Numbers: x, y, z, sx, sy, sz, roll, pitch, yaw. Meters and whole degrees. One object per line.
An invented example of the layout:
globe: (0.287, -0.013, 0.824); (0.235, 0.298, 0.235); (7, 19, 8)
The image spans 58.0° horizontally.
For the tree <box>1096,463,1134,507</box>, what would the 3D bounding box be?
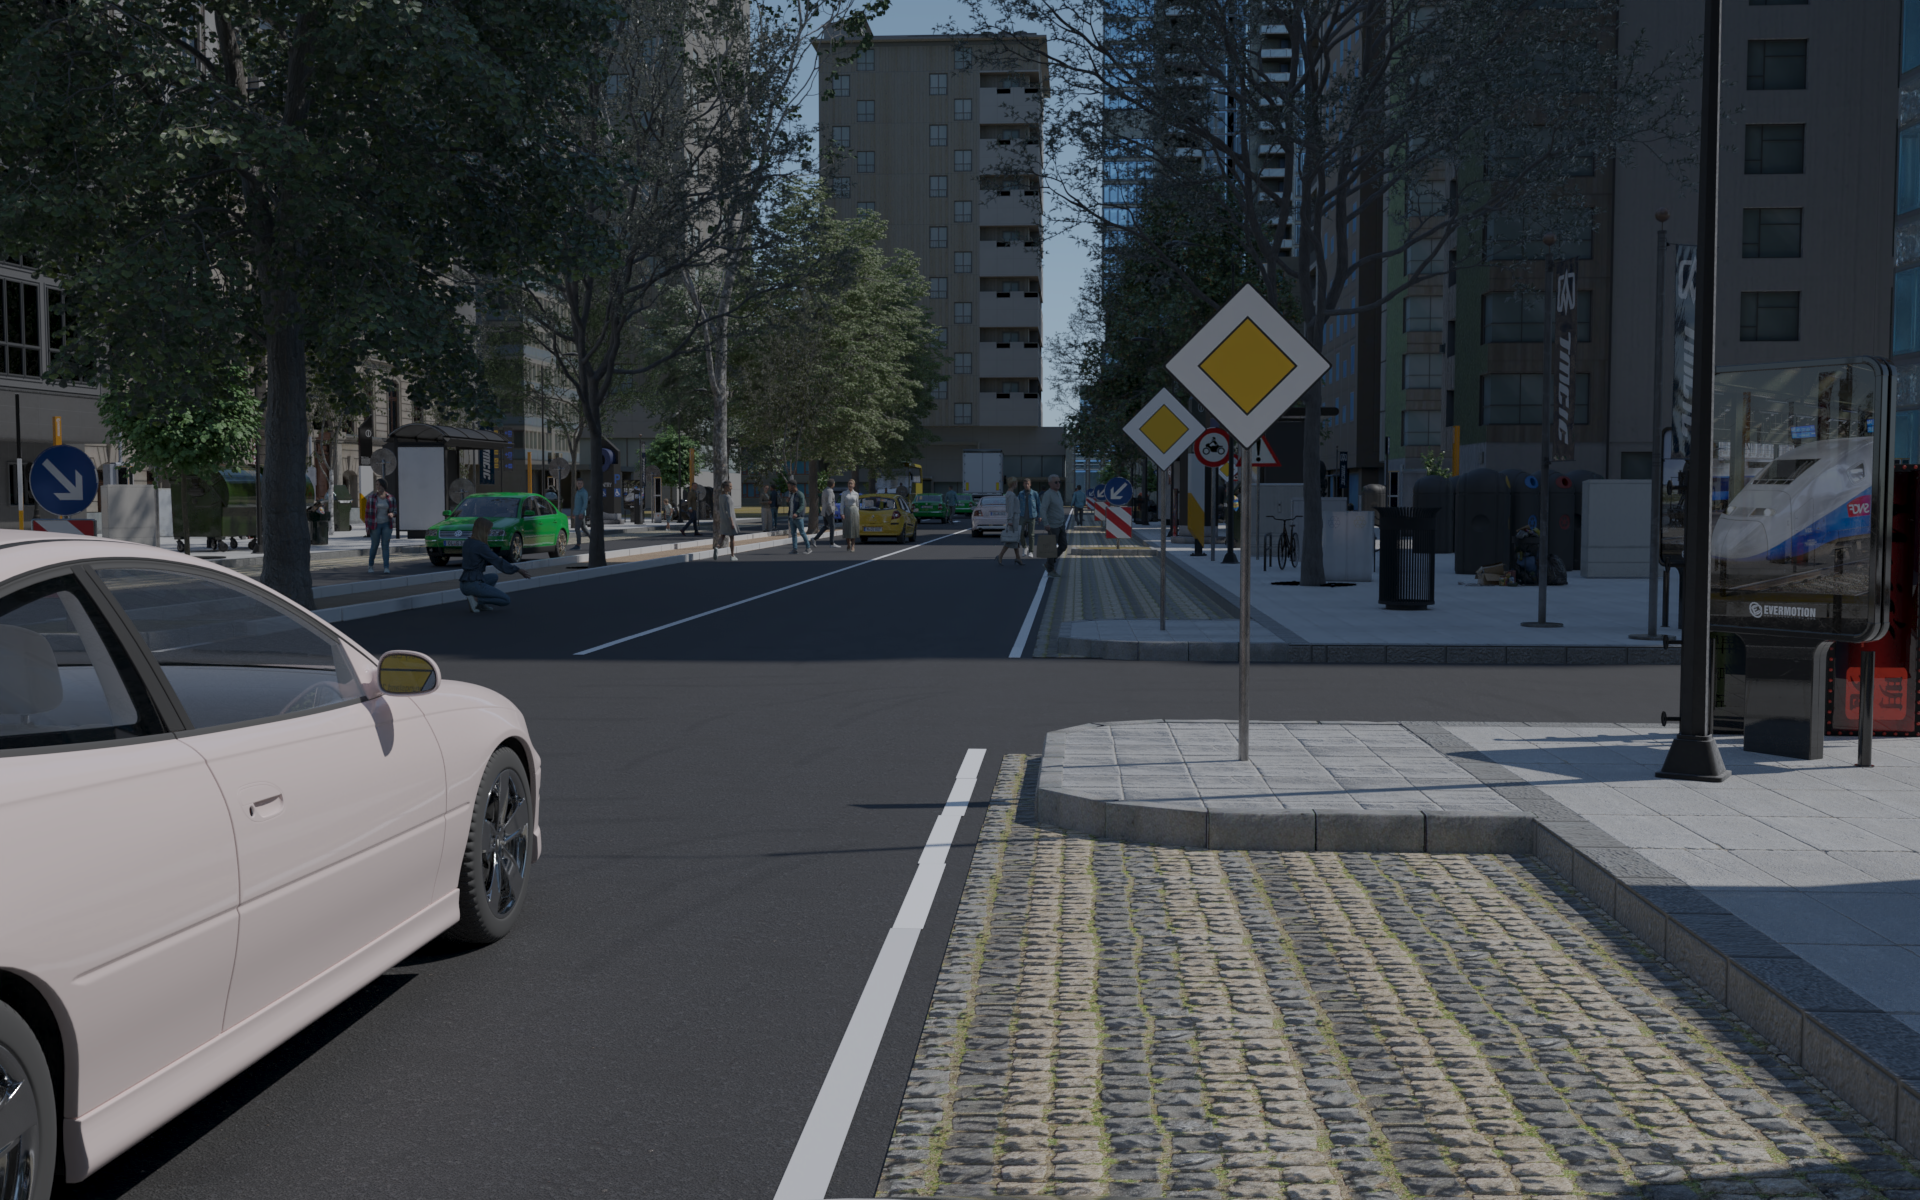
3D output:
tree: (13.763, -10.339, 152.764); (4.285, 4.588, 4.351); (0, 3, 0)

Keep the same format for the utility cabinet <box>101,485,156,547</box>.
utility cabinet: (-19.795, -1.991, 41.226); (0.318, 1.500, 1.173); (2, 4, 34)

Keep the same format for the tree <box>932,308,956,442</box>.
tree: (-4.390, -9.220, 71.332); (7.486, 12.596, 7.792); (0, 3, 0)

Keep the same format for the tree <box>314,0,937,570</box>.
tree: (-6.892, -7.318, 32.476); (12.009, 13.543, 11.850); (0, 3, 0)

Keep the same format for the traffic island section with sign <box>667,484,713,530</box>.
traffic island section with sign: (-10.548, -3.716, 69.389); (1.989, 1.847, 2.006); (0, 4, 4)

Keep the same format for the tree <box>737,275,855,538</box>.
tree: (-5.432, -6.287, 55.616); (4.360, 8.622, 3.978); (0, 3, 0)

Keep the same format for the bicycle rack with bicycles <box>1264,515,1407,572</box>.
bicycle rack with bicycles: (6.299, -0.991, 29.584); (2.852, 0.926, 2.925); (1, 4, 14)

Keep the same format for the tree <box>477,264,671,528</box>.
tree: (-14.543, -7.930, 64.061); (8.767, 10.594, 7.601); (1, 4, 18)

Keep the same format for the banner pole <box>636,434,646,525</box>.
banner pole: (-13.209, -5.019, 72.076); (0.401, 3.779, 0.863); (-2, 4, -30)

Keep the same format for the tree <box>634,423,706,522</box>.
tree: (-13.312, -5.909, 80.321); (4.285, 4.588, 4.351); (0, 3, 0)

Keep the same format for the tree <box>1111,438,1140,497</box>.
tree: (11.075, -9.843, 111.292); (4.360, 8.622, 3.978); (0, 3, 0)

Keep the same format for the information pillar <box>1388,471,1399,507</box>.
information pillar: (13.754, -3.089, 54.999); (0.304, 2.012, 0.304); (0, 4, 5)

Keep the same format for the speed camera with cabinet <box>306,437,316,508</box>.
speed camera with cabinet: (-22.856, -4.028, 60.198); (0.660, 3.252, 2.038); (-2, 4, -29)

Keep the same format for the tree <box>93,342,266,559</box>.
tree: (-15.390, -3.098, 34.372); (4.285, 4.588, 4.351); (0, 3, 0)

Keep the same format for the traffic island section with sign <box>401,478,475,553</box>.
traffic island section with sign: (-12.377, -2.071, 42.496); (1.989, 1.847, 2.006); (0, 4, 4)

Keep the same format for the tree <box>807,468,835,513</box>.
tree: (-9.969, -7.613, 119.068); (1.663, 3.219, 1.824); (0, 3, 0)

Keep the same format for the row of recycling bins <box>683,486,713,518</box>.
row of recycling bins: (-13.711, -5.159, 91.470); (1.069, 1.692, 3.534); (1, 4, 11)

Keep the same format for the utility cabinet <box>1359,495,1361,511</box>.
utility cabinet: (19.302, -4.333, 82.012); (1.020, 1.237, 0.306); (-3, 5, -41)

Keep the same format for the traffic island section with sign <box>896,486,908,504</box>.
traffic island section with sign: (-3.142, -5.107, 91.639); (2.006, 1.907, 1.989); (0, 4, 4)

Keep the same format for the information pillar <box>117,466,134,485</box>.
information pillar: (-21.809, -2.495, 45.289); (0.304, 2.012, 0.304); (0, 4, -2)

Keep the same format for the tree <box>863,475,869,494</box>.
tree: (-7.717, -9.656, 152.474); (1.663, 3.219, 1.824); (0, 3, 0)

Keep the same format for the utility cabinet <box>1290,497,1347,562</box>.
utility cabinet: (6.819, -1.332, 32.937); (1.020, 1.237, 0.306); (0, 4, 6)

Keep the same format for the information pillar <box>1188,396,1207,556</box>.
information pillar: (4.874, -2.709, 35.640); (0.183, 3.616, 0.504); (3, 5, 43)

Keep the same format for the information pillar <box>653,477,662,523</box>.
information pillar: (-13.334, -4.395, 76.343); (0.304, 2.012, 0.304); (-1, 4, -20)

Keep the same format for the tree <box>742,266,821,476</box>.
tree: (-12.371, -11.315, 91.655); (9.857, 13.997, 8.962); (0, 3, 0)

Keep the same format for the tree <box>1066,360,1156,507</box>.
tree: (9.912, -10.029, 98.394); (7.601, 10.594, 8.767); (2, 4, 23)

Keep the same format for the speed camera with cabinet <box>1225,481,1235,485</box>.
speed camera with cabinet: (14.882, -5.876, 90.408); (2.038, 3.252, 0.660); (1, 4, 17)

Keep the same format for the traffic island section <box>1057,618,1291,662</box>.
traffic island section: (1.930, 0.364, 16.322); (2.009, 0.180, 2.903); (0, 4, 4)

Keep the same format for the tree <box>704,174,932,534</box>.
tree: (-5.300, -8.628, 61.646); (7.486, 12.596, 7.792); (0, 3, 0)

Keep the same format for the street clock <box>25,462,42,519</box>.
street clock: (-20.726, -2.098, 38.870); (0.471, 2.002, 0.358); (2, 4, 32)

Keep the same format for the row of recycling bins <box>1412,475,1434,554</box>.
row of recycling bins: (11.350, -1.912, 38.367); (3.534, 1.692, 1.069); (-3, 4, -38)

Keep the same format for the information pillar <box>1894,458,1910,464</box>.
information pillar: (19.248, -1.901, 35.573); (0.304, 2.012, 0.304); (-2, 4, -30)

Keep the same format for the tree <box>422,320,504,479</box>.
tree: (-21.060, -7.477, 72.615); (4.360, 8.622, 3.978); (0, 3, 0)

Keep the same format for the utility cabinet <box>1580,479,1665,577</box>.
utility cabinet: (10.105, -1.084, 26.398); (1.173, 1.500, 0.318); (0, 4, 0)

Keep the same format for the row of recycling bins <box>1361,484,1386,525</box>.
row of recycling bins: (17.510, -4.008, 72.650); (1.069, 1.692, 3.534); (1, 4, 21)

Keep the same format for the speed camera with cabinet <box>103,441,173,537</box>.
speed camera with cabinet: (-24.148, -3.476, 51.168); (0.660, 3.252, 2.038); (3, 5, 43)

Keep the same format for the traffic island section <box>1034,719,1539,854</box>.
traffic island section: (1.386, 0.852, 8.355); (2.009, 0.180, 2.903); (0, 4, 4)

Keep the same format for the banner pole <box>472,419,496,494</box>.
banner pole: (-15.398, -4.021, 55.768); (0.863, 3.779, 0.401); (-1, 4, -18)

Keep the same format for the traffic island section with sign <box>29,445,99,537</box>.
traffic island section with sign: (-8.248, -0.522, 16.674); (2.006, 1.907, 1.989); (0, 4, 4)

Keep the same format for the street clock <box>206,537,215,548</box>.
street clock: (-17.799, -2.237, 41.144); (0.358, 2.002, 0.471); (-3, 5, -40)

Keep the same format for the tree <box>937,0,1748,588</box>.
tree: (4.805, -6.936, 23.776); (12.009, 13.543, 11.850); (0, 3, 0)

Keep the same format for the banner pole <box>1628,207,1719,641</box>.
banner pole: (6.346, -1.547, 15.317); (0.863, 3.779, 0.401); (-1, 4, -23)

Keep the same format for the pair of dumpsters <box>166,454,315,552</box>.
pair of dumpsters: (-16.622, -2.300, 40.103); (1.574, 2.255, 4.437); (0, 4, 4)

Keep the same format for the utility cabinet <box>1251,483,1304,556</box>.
utility cabinet: (6.468, -1.646, 35.590); (1.173, 1.500, 0.318); (1, 4, 12)

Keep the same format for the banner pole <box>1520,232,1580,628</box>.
banner pole: (5.665, -1.617, 16.455); (0.401, 3.779, 0.863); (0, 4, -5)

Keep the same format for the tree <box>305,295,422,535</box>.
tree: (-19.585, -6.334, 53.915); (4.360, 8.622, 3.978); (0, 3, 0)

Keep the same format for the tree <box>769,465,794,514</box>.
tree: (-11.319, -7.052, 109.906); (1.663, 3.219, 1.824); (0, 3, 0)

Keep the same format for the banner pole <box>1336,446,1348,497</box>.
banner pole: (19.651, -6.080, 89.429); (0.863, 3.779, 0.401); (-1, 4, -19)

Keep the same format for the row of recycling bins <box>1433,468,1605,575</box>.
row of recycling bins: (9.419, -1.315, 28.621); (3.534, 1.692, 1.069); (-3, 4, -37)

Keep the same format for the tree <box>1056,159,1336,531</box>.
tree: (8.106, -8.714, 59.488); (9.611, 12.733, 9.660); (0, 3, 0)

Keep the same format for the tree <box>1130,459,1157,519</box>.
tree: (9.598, -5.670, 87.306); (1.663, 3.219, 1.824); (0, 3, 0)

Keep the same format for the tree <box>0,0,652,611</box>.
tree: (-8.008, -6.795, 20.208); (9.857, 13.997, 8.962); (0, 3, 0)

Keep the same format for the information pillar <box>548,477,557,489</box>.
information pillar: (-17.411, -4.254, 74.041); (0.304, 2.012, 0.304); (1, 4, 13)

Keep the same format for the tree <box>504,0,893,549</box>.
tree: (-7.374, -11.438, 45.359); (12.611, 20.169, 13.585); (0, 3, 0)

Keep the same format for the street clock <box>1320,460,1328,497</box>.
street clock: (7.542, -1.973, 36.821); (0.358, 2.002, 0.471); (-2, 4, -25)

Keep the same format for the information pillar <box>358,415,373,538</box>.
information pillar: (-17.499, -3.651, 51.051); (0.183, 3.616, 0.504); (2, 4, 27)

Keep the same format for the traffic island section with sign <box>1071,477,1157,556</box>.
traffic island section with sign: (3.615, -1.972, 40.863); (1.989, 1.847, 2.006); (0, 4, 4)

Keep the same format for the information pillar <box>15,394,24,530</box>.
information pillar: (-22.083, -3.017, 40.678); (0.183, 3.616, 0.504); (-2, 4, -27)

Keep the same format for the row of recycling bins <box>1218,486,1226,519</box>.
row of recycling bins: (12.882, -4.712, 84.151); (1.069, 1.692, 3.534); (-3, 5, -42)
